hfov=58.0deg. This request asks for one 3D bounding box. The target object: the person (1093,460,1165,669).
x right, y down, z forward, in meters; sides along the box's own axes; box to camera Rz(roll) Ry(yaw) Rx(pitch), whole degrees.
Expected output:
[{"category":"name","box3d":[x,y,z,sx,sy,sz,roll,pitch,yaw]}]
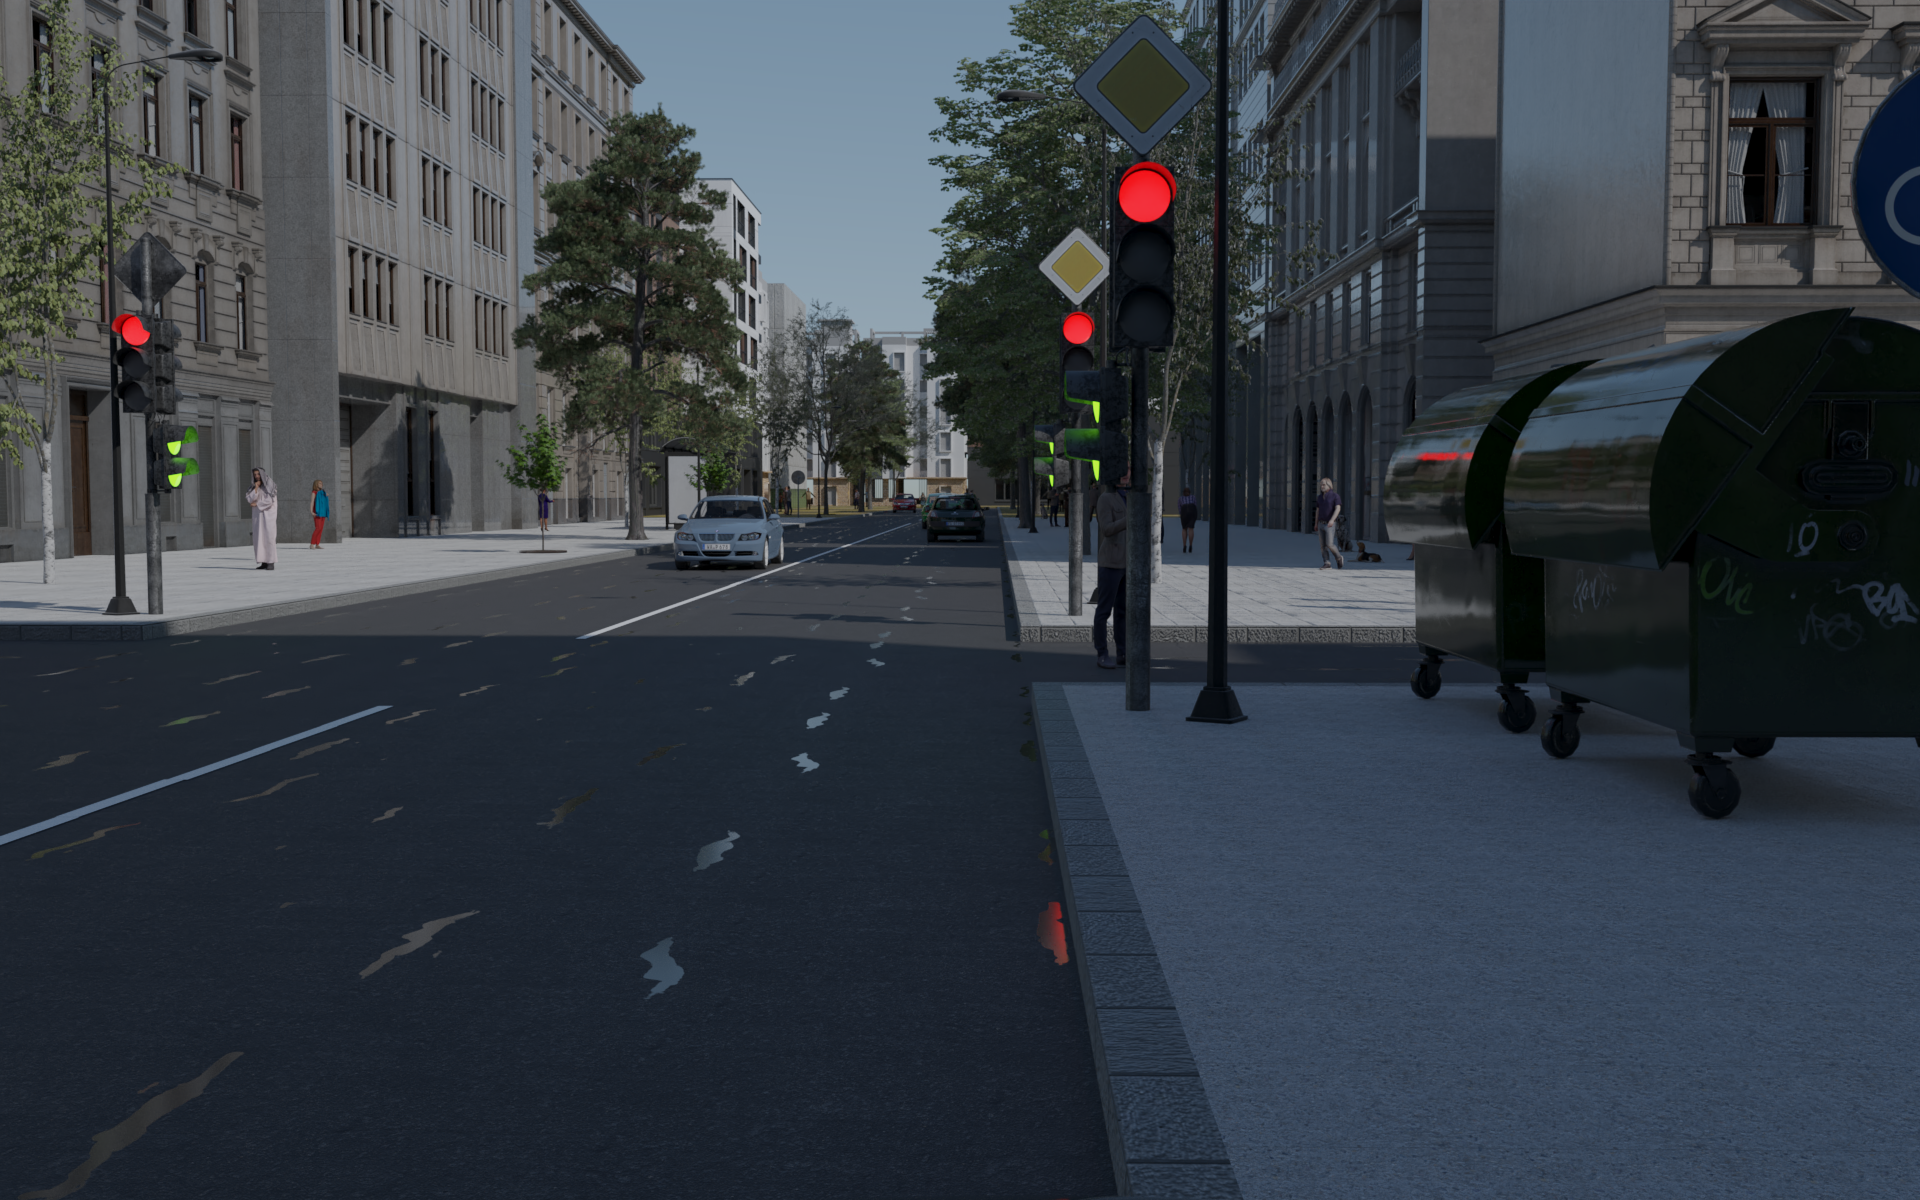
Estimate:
[{"category":"person","box3d":[1.414,-0.318,14.234,0.617,1.759,0.750,-3,4,-39]}]

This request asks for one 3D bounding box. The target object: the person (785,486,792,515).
[{"category":"person","box3d":[-10.425,-5.979,104.331,0.750,1.759,0.617,3,5,41]}]

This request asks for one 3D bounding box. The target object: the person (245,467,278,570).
[{"category":"person","box3d":[-11.821,-1.384,29.337,0.551,1.740,0.621,0,4,-7]}]

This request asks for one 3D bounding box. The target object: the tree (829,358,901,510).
[{"category":"tree","box3d":[-7.130,-13.649,141.284,7.486,12.596,7.792,0,3,0]}]

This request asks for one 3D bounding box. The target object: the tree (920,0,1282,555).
[{"category":"tree","box3d":[2.975,-7.223,36.222,7.486,12.596,7.792,0,3,0]}]

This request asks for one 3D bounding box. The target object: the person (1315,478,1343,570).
[{"category":"person","box3d":[6.289,-1.287,29.293,0.471,1.553,0.569,0,4,-3]}]

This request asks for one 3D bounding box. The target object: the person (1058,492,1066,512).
[{"category":"person","box3d":[7.288,-7.245,124.600,1.348,1.812,0.705,-2,4,-34]}]

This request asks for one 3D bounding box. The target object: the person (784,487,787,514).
[{"category":"person","box3d":[-10.983,-6.338,110.227,0.434,1.755,0.990,0,4,-2]}]

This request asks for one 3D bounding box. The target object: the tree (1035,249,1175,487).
[{"category":"tree","box3d":[4.021,-5.949,47.635,4.737,8.622,4.395,0,3,0]}]

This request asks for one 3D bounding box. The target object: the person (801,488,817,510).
[{"category":"person","box3d":[-12.308,-8.233,140.747,1.348,1.812,0.705,-2,4,-29]}]

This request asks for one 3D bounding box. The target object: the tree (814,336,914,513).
[{"category":"tree","box3d":[-6.731,-12.087,119.673,6.751,12.117,7.091,0,3,0]}]

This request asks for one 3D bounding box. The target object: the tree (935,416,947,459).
[{"category":"tree","box3d":[-6.250,-15.647,166.195,12.009,13.543,11.850,0,3,0]}]

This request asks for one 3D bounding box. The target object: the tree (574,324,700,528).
[{"category":"tree","box3d":[-12.777,-7.072,65.988,4.737,8.622,4.395,0,3,0]}]

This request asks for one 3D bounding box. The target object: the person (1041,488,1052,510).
[{"category":"person","box3d":[7.187,-8.118,138.781,1.348,1.823,0.705,1,4,10]}]

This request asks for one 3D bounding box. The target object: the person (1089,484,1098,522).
[{"category":"person","box3d":[6.078,-4.390,78.368,0.990,1.755,0.434,2,4,26]}]

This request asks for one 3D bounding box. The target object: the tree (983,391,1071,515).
[{"category":"tree","box3d":[4.768,-11.273,106.371,6.751,12.117,7.091,0,3,0]}]

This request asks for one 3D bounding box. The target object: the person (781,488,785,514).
[{"category":"person","box3d":[-11.346,-6.361,111.513,0.415,1.643,0.593,-2,4,-26]}]

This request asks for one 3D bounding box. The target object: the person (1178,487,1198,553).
[{"category":"person","box3d":[4.976,-1.750,37.890,0.421,1.427,0.697,0,4,2]}]

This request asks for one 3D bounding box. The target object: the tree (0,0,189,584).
[{"category":"tree","box3d":[-13.252,-4.531,24.438,4.737,8.622,4.395,0,3,0]}]

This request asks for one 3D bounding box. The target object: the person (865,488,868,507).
[{"category":"person","box3d":[-9.043,-9.980,169.194,1.348,1.826,0.705,2,4,35]}]

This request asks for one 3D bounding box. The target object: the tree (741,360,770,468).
[{"category":"tree","box3d":[-12.000,-8.613,91.183,4.737,8.622,4.395,0,3,0]}]

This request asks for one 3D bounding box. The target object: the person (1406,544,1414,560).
[{"category":"person","box3d":[8.681,-1.485,33.506,0.628,1.438,0.799,1,4,20]}]

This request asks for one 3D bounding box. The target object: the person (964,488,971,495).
[{"category":"person","box3d":[0.470,-6.290,111.423,1.350,1.814,0.705,-2,4,-29]}]

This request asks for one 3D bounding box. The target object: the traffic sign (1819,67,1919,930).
[{"category":"traffic sign","box3d":[2.936,-0.299,4.988,0.768,2.556,0.104,1,4,11]}]

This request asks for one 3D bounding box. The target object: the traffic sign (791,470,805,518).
[{"category":"traffic sign","box3d":[-8.677,-5.675,92.896,0.768,2.556,0.104,0,4,2]}]

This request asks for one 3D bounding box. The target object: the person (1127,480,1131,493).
[{"category":"person","box3d":[5.816,-3.150,58.090,0.990,1.755,0.434,-2,4,-32]}]

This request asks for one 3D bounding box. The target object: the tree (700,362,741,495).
[{"category":"tree","box3d":[-12.153,-7.621,74.967,4.737,8.622,4.395,0,3,0]}]

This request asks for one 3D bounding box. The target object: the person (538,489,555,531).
[{"category":"person","box3d":[-14.283,-3.136,59.689,0.453,1.535,0.546,1,4,9]}]

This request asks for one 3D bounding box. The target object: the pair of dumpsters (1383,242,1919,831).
[{"category":"pair of dumpsters","box3d":[3.424,-0.384,8.775,1.574,2.255,4.436,0,4,1]}]

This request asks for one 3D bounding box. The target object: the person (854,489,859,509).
[{"category":"person","box3d":[-8.617,-8.392,144.186,0.436,1.711,0.756,-2,4,-28]}]

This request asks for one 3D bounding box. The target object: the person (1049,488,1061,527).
[{"category":"person","box3d":[3.831,-3.766,68.155,0.617,1.759,0.750,-3,4,-36]}]

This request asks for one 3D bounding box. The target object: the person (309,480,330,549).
[{"category":"person","box3d":[-14.921,-1.993,40.335,0.444,1.614,0.593,3,4,38]}]

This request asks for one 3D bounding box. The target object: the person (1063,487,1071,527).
[{"category":"person","box3d":[4.241,-3.592,67.048,0.482,1.546,0.388,0,4,-1]}]

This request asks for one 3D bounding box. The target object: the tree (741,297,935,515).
[{"category":"tree","box3d":[-8.359,-12.070,107.710,12.009,13.543,11.850,0,3,0]}]

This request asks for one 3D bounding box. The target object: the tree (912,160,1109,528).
[{"category":"tree","box3d":[2.311,-9.617,64.666,7.806,13.903,7.818,0,3,0]}]
